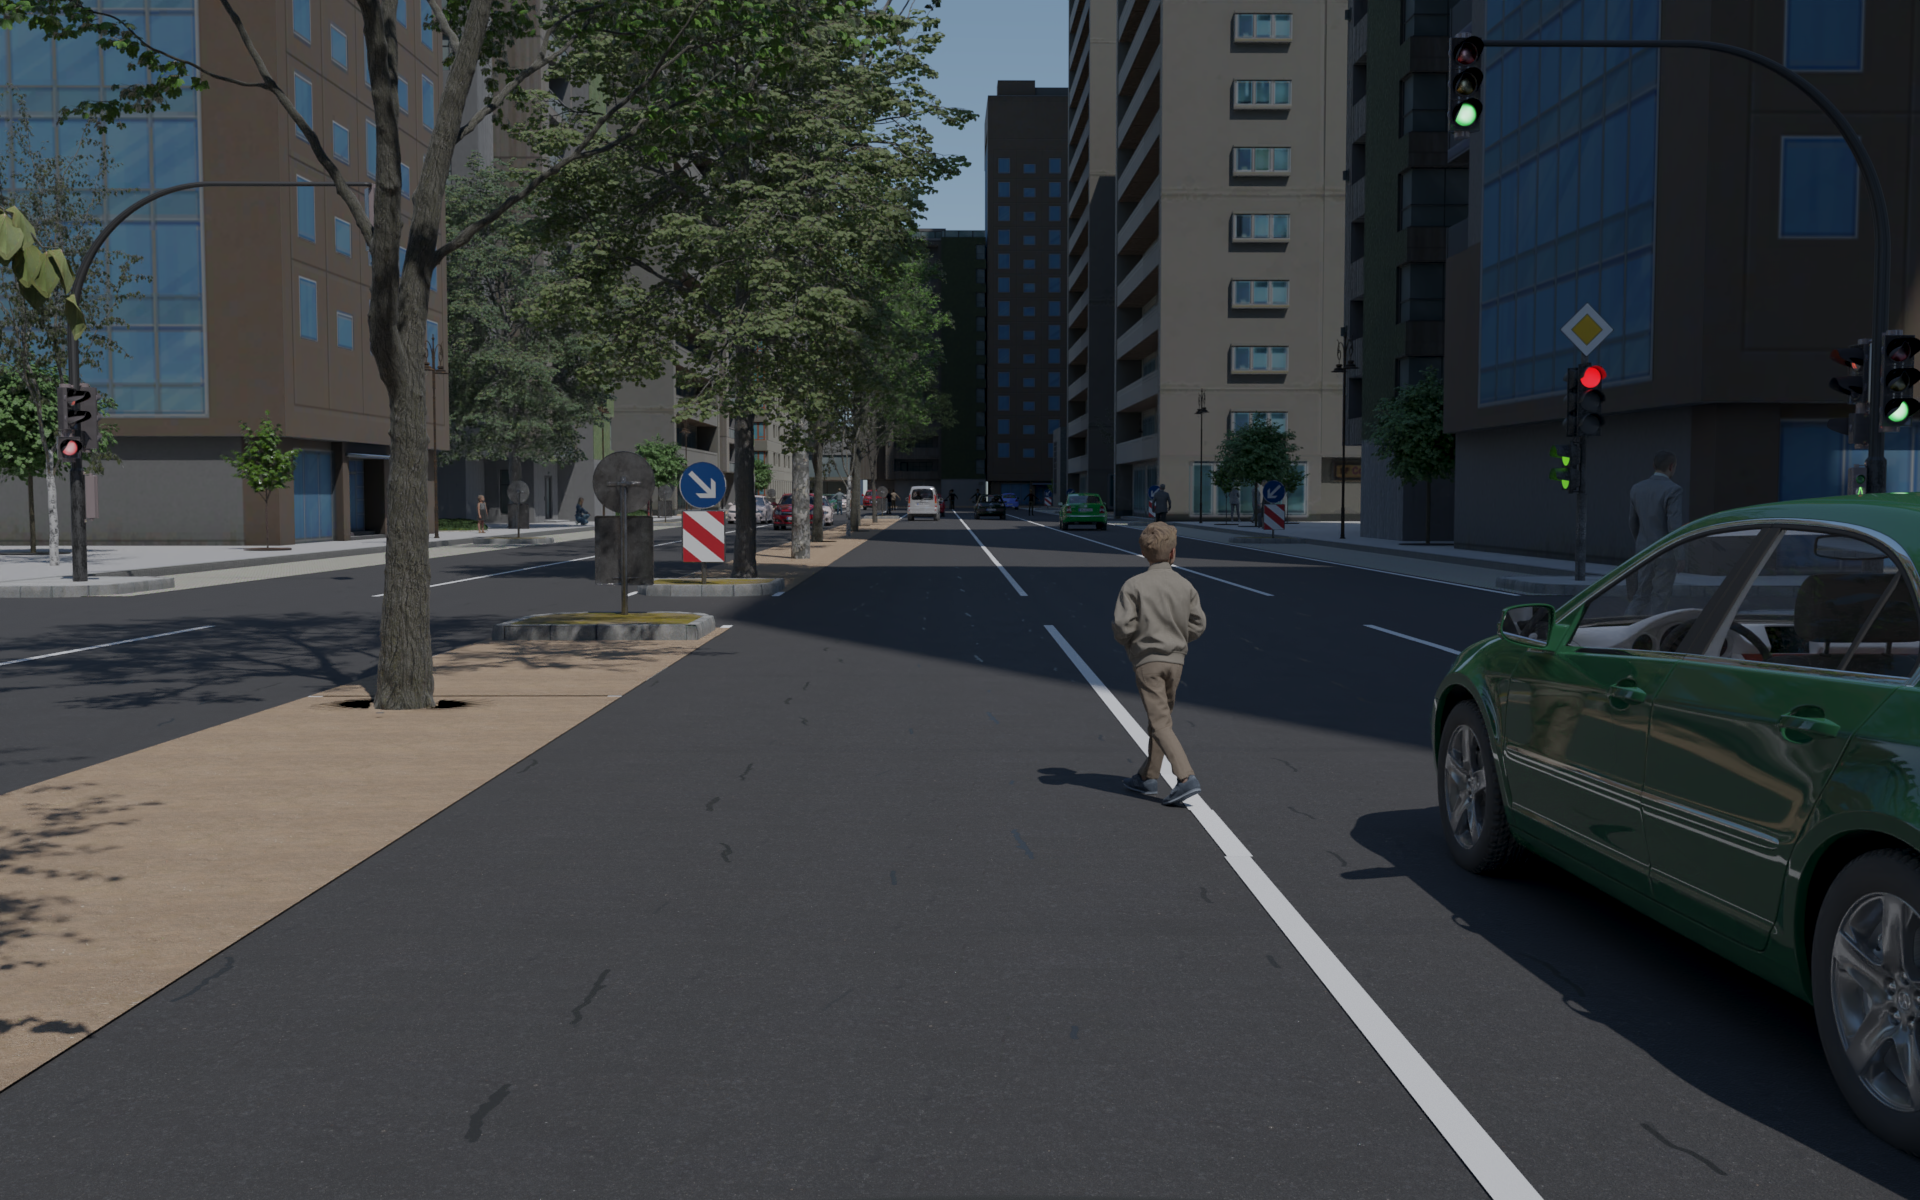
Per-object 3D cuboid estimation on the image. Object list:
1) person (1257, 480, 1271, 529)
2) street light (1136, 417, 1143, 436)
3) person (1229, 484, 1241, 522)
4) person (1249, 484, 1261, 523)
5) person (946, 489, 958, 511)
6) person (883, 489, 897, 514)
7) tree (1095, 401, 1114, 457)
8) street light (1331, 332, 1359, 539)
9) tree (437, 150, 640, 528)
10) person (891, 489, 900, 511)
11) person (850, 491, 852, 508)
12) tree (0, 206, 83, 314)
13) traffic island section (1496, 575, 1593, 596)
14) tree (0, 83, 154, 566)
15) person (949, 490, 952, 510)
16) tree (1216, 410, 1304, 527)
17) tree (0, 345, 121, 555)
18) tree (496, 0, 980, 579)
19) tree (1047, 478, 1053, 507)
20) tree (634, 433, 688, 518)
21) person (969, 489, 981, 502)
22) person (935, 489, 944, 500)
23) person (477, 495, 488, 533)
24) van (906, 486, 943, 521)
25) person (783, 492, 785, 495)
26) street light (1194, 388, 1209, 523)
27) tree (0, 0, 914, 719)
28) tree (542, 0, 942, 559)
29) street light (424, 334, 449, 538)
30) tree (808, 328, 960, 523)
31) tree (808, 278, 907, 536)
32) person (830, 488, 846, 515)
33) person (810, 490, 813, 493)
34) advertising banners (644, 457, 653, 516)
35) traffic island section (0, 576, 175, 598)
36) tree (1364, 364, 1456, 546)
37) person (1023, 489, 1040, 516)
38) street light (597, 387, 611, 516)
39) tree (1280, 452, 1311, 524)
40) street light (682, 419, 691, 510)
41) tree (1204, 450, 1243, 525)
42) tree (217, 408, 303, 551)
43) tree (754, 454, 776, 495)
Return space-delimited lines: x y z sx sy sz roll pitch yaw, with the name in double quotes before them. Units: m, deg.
"person" 11.363 -3.551 64.315 0.699 1.804 1.509 1 4 15
"street light" 10.353 -7.803 100.371 0.468 5.910 1.993 0 4 -1
"person" 12.506 -4.441 78.836 0.537 1.800 0.526 3 5 41
"person" 13.109 -4.298 76.418 0.767 1.812 0.694 0 4 -7
"person" -0.675 -8.701 150.390 1.348 1.869 0.705 -2 4 -35
"person" -5.003 -6.944 122.041 0.705 1.822 1.348 3 5 44
"tree" 10.541 -9.471 105.218 4.360 8.622 3.978 0 3 0
"street light" 10.972 -4.692 49.495 0.468 5.910 1.993 0 4 -1
"tree" -16.582 -9.639 64.260 9.857 13.997 8.962 0 3 0
"person" -5.687 -8.523 147.866 1.348 1.823 0.705 -1 4 -21
"person" -11.300 -10.460 179.521 0.705 1.824 1.348 2 4 25
"tree" -3.258 -3.073 3.056 4.737 8.622 4.395 0 3 0
"traffic island section" 9.212 -0.207 25.671 2.009 0.180 2.903 0 4 -1
"tree" -16.255 -4.906 30.569 4.360 8.622 3.978 0 3 0
"person" -0.844 -9.281 160.259 0.705 1.822 1.348 1 4 8
"tree" 11.659 -5.129 67.566 4.285 4.588 4.351 0 3 0
"tree" -19.850 -3.249 36.833 4.285 4.588 4.351 0 3 0
"tree" -3.563 -6.558 27.810 7.486 12.596 7.792 0 3 0
"tree" 9.618 -11.249 178.520 1.663 3.219 1.824 0 3 0
"tree" -16.143 -6.661 92.614 4.285 4.588 4.351 0 3 0
"person" 1.438 -8.074 140.138 1.348 1.869 0.705 1 4 9
"person" -1.541 -6.471 114.821 1.217 1.766 0.721 -2 4 -30
"person" -15.577 -2.802 56.523 0.373 1.253 0.362 3 4 37
"van" -1.955 -5.298 93.632 2.013 2.044 4.112 0 4 1
"person" -15.988 -9.099 158.052 0.421 1.427 0.697 0 4 -2
"street light" 10.551 -6.295 75.709 0.468 5.910 1.993 0 4 -1
"tree" -3.601 -5.071 11.118 9.928 11.665 9.643 0 3 0
"tree" -4.736 -11.014 38.426 12.611 20.169 13.585 0 3 0
"street light" -15.210 -4.732 50.164 0.468 5.910 1.993 0 4 -1
"tree" -4.183 -9.104 85.713 8.767 10.594 7.601 0 4 -1
"tree" -3.785 -6.453 58.327 4.360 8.622 3.978 0 3 0
"person" -8.246 -6.727 118.575 1.350 1.814 0.705 0 4 -4
"person" -10.301 -6.824 120.756 1.217 1.739 0.721 3 5 44
"advertising banners" -15.035 -5.343 83.545 0.090 3.025 2.074 0 4 0
"traffic island section" -12.928 -0.192 25.417 2.009 0.180 2.903 0 4 -1
"tree" 11.720 -3.661 43.575 4.285 4.588 4.351 0 3 0
"person" 4.764 -6.501 115.313 1.217 1.766 0.721 2 4 26
"street light" -15.505 -6.267 75.250 0.468 5.910 1.993 0 4 -1
"tree" 14.066 -4.896 74.651 1.663 3.219 1.824 0 3 0
"street light" -15.792 -7.775 99.911 0.468 5.910 1.993 0 4 -1
"tree" 11.120 -4.697 71.401 1.663 3.219 1.824 0 3 0
"tree" -15.649 -2.731 39.250 1.663 3.219 1.824 0 3 0
"tree" -17.546 -9.981 146.903 4.285 4.588 4.351 0 3 0
